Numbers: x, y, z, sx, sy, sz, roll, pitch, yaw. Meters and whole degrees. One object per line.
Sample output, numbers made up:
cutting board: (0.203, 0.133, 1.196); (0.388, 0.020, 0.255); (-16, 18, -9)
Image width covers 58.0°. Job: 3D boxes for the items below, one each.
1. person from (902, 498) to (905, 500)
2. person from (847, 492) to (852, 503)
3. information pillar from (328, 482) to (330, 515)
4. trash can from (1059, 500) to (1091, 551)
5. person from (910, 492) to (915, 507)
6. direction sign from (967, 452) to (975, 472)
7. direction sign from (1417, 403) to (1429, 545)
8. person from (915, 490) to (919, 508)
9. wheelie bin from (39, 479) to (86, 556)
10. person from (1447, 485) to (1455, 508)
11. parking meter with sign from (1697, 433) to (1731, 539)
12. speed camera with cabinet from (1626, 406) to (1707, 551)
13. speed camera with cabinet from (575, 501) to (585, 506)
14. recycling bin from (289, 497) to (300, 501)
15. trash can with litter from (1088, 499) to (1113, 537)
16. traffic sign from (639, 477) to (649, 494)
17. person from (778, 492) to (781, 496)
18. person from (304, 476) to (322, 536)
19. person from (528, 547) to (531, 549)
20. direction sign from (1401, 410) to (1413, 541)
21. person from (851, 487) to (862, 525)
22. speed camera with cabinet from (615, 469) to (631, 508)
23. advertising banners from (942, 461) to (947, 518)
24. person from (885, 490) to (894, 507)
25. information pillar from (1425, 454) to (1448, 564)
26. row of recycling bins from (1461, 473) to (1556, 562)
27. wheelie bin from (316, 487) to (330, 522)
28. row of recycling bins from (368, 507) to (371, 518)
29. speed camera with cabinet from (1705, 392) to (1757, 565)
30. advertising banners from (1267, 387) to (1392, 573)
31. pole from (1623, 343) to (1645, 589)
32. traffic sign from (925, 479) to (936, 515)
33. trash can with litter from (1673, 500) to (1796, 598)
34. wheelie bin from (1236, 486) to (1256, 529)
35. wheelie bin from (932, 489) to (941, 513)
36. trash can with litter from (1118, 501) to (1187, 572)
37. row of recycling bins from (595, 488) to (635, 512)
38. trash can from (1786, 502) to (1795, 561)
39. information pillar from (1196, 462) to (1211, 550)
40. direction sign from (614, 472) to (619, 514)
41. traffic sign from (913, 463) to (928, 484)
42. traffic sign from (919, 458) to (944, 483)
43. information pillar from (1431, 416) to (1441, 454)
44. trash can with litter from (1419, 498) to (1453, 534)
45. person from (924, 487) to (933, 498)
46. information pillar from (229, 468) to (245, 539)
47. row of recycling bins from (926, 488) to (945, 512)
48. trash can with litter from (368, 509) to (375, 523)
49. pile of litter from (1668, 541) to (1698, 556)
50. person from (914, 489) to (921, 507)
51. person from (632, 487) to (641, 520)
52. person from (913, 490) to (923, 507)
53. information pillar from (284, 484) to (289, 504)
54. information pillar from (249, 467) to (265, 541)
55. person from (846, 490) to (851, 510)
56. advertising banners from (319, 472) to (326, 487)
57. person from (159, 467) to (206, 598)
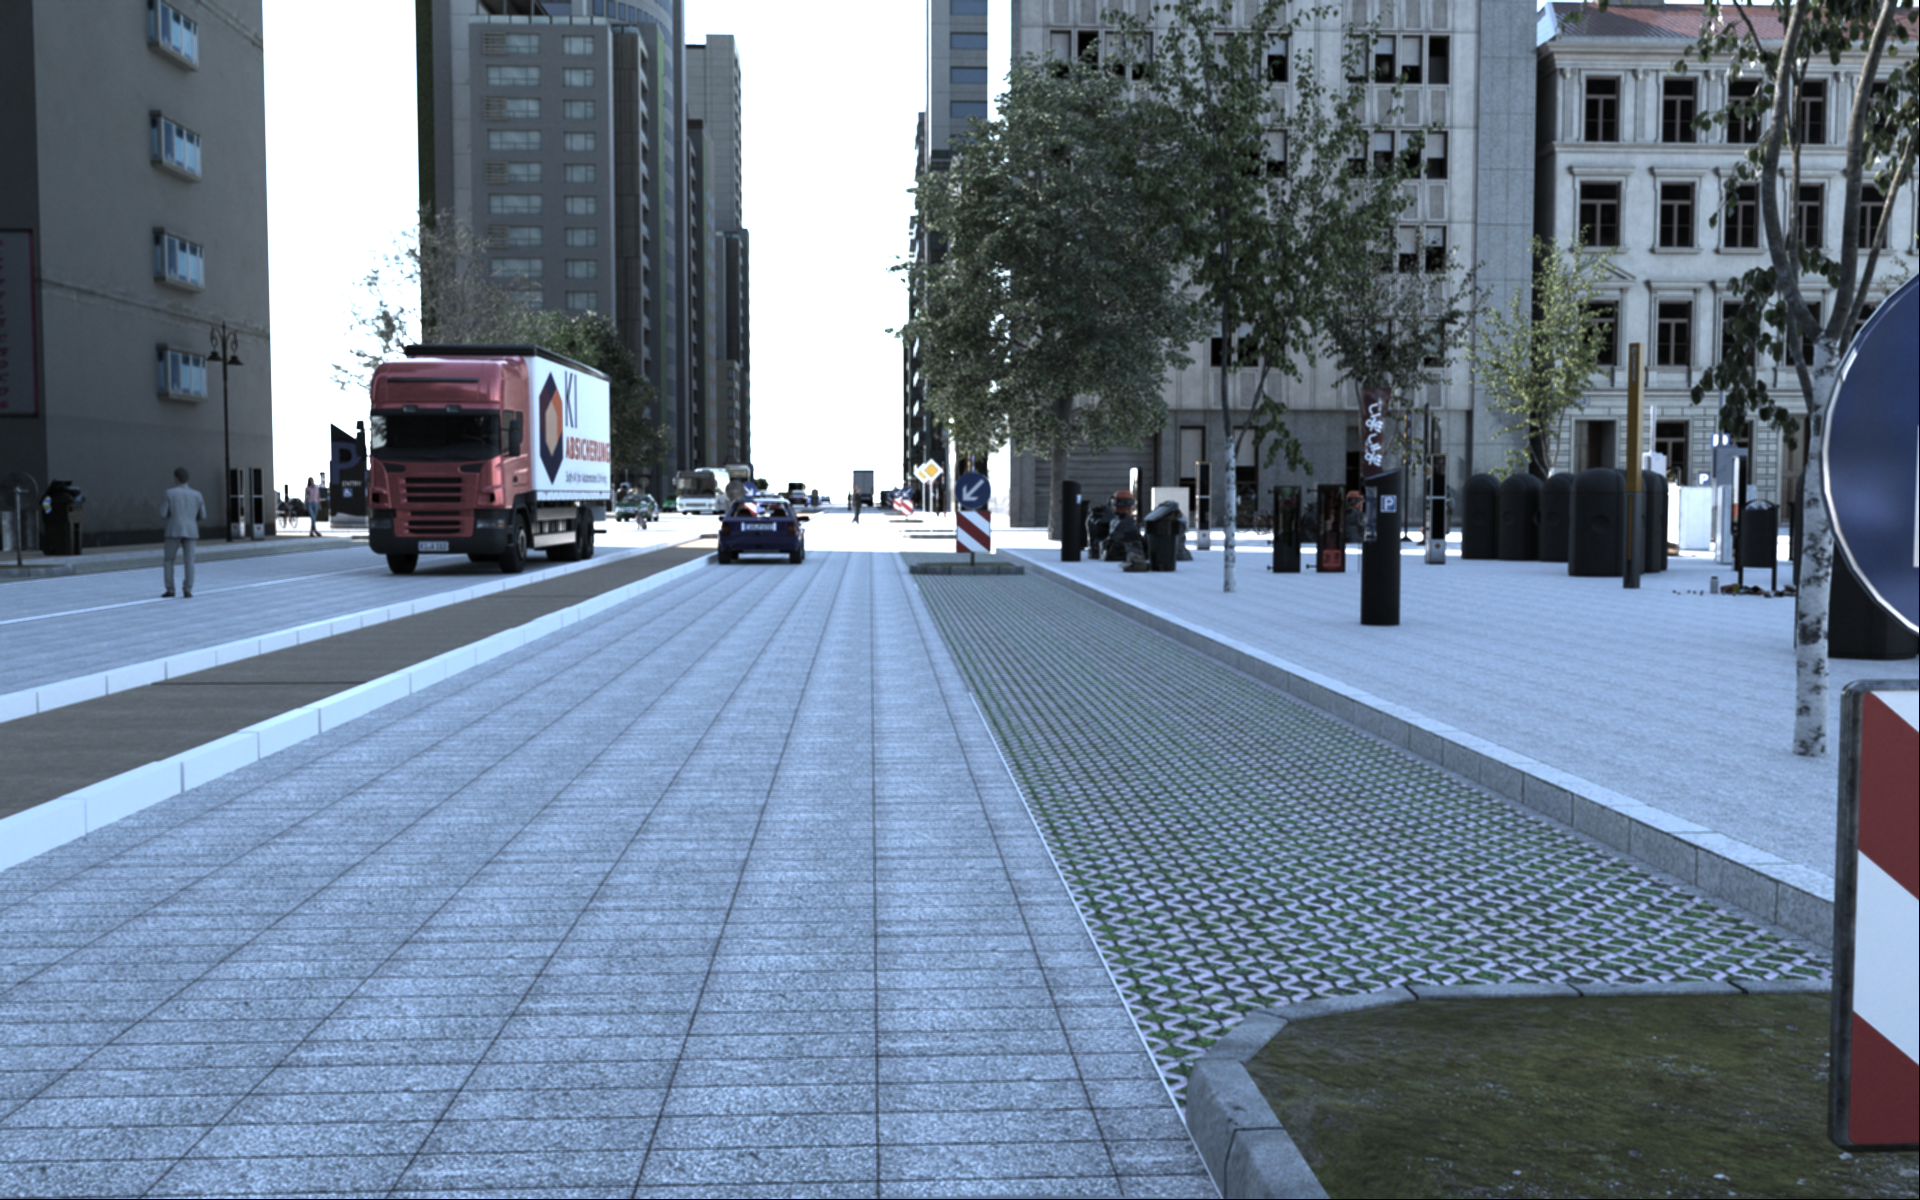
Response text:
person: (-6.979, -12.551, 211.122); (0.709, 1.838, 0.599); (1, 4, 17)
person: (-14.198, -13.144, 223.421); (0.705, 1.821, 1.348); (2, 4, 28)
information pillar: (-38.652, -6.248, 106.642); (0.304, 2.012, 0.304); (3, 5, 44)
trash can: (2.618, -1.701, 39.460); (0.748, 1.137, 0.748); (0, 3, 0)
person: (-4.657, -9.961, 169.429); (0.617, 1.759, 0.750); (-1, 4, -11)
direction sign: (0.418, -4.437, 64.535); (0.379, 3.537, 0.876); (-1, 4, -17)
direction sign: (11.680, -3.147, 43.457); (0.379, 3.537, 0.876); (1, 4, 10)
person: (-4.102, -9.556, 163.745); (0.415, 1.643, 0.593); (-1, 4, -23)
wheelie bin: (-18.799, -1.740, 36.357); (0.693, 1.594, 0.980); (0, 4, 4)
person: (17.707, -3.323, 63.177); (0.623, 1.781, 0.721); (-1, 4, -16)
parking meter with sign: (21.313, -3.249, 49.377); (1.738, 3.016, 0.543); (-3, 5, -44)
speed camera with cabinet: (16.062, -2.745, 39.222); (2.038, 3.252, 0.660); (-1, 4, -22)
speed camera with cabinet: (-27.974, -8.186, 128.174); (0.660, 3.252, 2.038); (-3, 4, -36)
recycling bin: (-52.203, -7.533, 135.721); (0.722, 1.027, 0.722); (0, 4, -2)
trash can with litter: (4.444, -2.471, 51.453); (1.678, 1.210, 2.233); (1, 4, 8)
traffic sign: (-23.489, -7.870, 128.773); (0.768, 2.556, 0.104); (0, 4, 1)
person: (-25.110, -14.056, 239.032); (1.217, 1.735, 0.721); (2, 4, 27)
person: (-19.621, -2.837, 52.430); (0.388, 1.821, 0.555); (2, 4, 34)
person: (-11.119, -2.240, 45.113); (0.794, 1.824, 0.713); (0, 4, 4)
direction sign: (12.106, -3.360, 46.925); (0.379, 3.537, 0.876); (0, 4, 4)
person: (-4.853, -4.407, 80.969); (0.534, 1.772, 0.576); (0, 4, -2)
speed camera with cabinet: (-27.060, -8.722, 136.936); (2.038, 3.252, 0.660); (1, 4, 14)
advertising banners: (-0.838, -5.891, 92.499); (0.090, 3.025, 2.074); (0, 4, -5)
person: (-6.587, -9.726, 167.530); (1.348, 1.823, 0.705); (1, 4, 10)
information pillar: (8.710, -1.664, 31.694); (0.304, 2.012, 0.304); (0, 4, -1)
row of recycling bins: (11.228, -1.597, 33.221); (1.069, 1.692, 3.534); (-3, 5, -43)
wheelie bin: (-29.735, -4.446, 80.601); (0.980, 1.594, 0.693); (-1, 4, -11)
row of recycling bins: (-28.601, -4.970, 88.368); (1.069, 1.692, 3.534); (3, 4, 38)
speed camera with cabinet: (14.382, -2.314, 32.162); (0.660, 3.252, 2.038); (1, 4, 18)
advertising banners: (6.047, -1.963, 28.291); (2.074, 3.025, 0.090); (-1, 4, -9)
pole: (9.154, -1.814, 23.510); (0.158, 3.312, 0.155); (0, 3, 0)
traffic sign: (-1.860, -6.553, 107.251); (0.768, 2.556, 0.104); (0, 4, 4)
trash can with litter: (10.289, -0.655, 21.759); (1.678, 1.210, 2.233); (-2, 4, -27)
wheelie bin: (10.612, -3.453, 64.363); (0.693, 1.594, 0.980); (2, 4, 28)
wheelie bin: (-1.691, -6.799, 119.079); (0.693, 1.594, 0.980); (1, 4, 11)
trash can with litter: (3.182, -1.055, 28.632); (1.055, 1.170, 0.624); (-2, 4, -29)
row of recycling bins: (-24.871, -7.214, 125.065); (3.534, 1.692, 1.069); (-2, 4, -29)
trash can: (15.532, -1.228, 31.736); (0.748, 1.137, 0.748); (0, 3, 0)
information pillar: (5.588, -2.158, 39.772); (0.304, 2.012, 0.304); (0, 4, -1)
direction sign: (-22.607, -7.471, 114.148); (0.379, 3.537, 0.876); (0, 4, 3)
traffic sign: (-1.319, -3.788, 64.129); (0.795, 2.593, 0.064); (0, 4, -3)
traffic sign: (-0.905, -3.301, 56.155); (0.795, 2.593, 0.064); (0, 4, -3)
information pillar: (14.349, -3.726, 52.283); (0.183, 3.616, 0.504); (3, 5, 42)
trash can with litter: (15.015, -2.652, 54.747); (1.055, 1.170, 0.624); (3, 5, 44)
person: (-2.288, -8.282, 141.081); (1.348, 1.869, 0.705); (-1, 4, -10)
information pillar: (-20.699, -2.757, 49.570); (0.304, 2.012, 0.304); (0, 4, 3)
row of recycling bins: (-1.794, -7.159, 124.165); (1.069, 1.692, 3.534); (-1, 4, -12)
trash can with litter: (-25.889, -3.973, 76.350); (0.624, 1.170, 1.055); (2, 4, 34)
pile of litter: (14.392, -1.339, 35.862); (1.719, 0.858, 1.176); (2, 4, 26)
person: (-4.318, -10.010, 170.262); (0.990, 1.755, 0.434); (-1, 4, -13)
person: (-18.037, -5.381, 96.445); (0.622, 1.834, 0.822); (0, 4, -4)
person: (-4.039, -9.825, 167.505); (0.721, 1.723, 1.217); (3, 5, 44)
information pillar: (-47.752, -7.235, 122.788); (0.304, 2.012, 0.304); (-2, 4, -31)
information pillar: (-19.475, -2.659, 47.968); (0.304, 2.012, 0.304); (-2, 4, -35)
person: (-9.702, -8.726, 151.305); (0.705, 1.807, 1.348); (-1, 4, -16)
advertising banners: (-48.653, -8.450, 134.349); (2.074, 3.025, 0.090); (0, 4, -3)
person: (-10.837, -0.939, 24.055); (0.583, 1.804, 0.606); (3, 5, 44)
